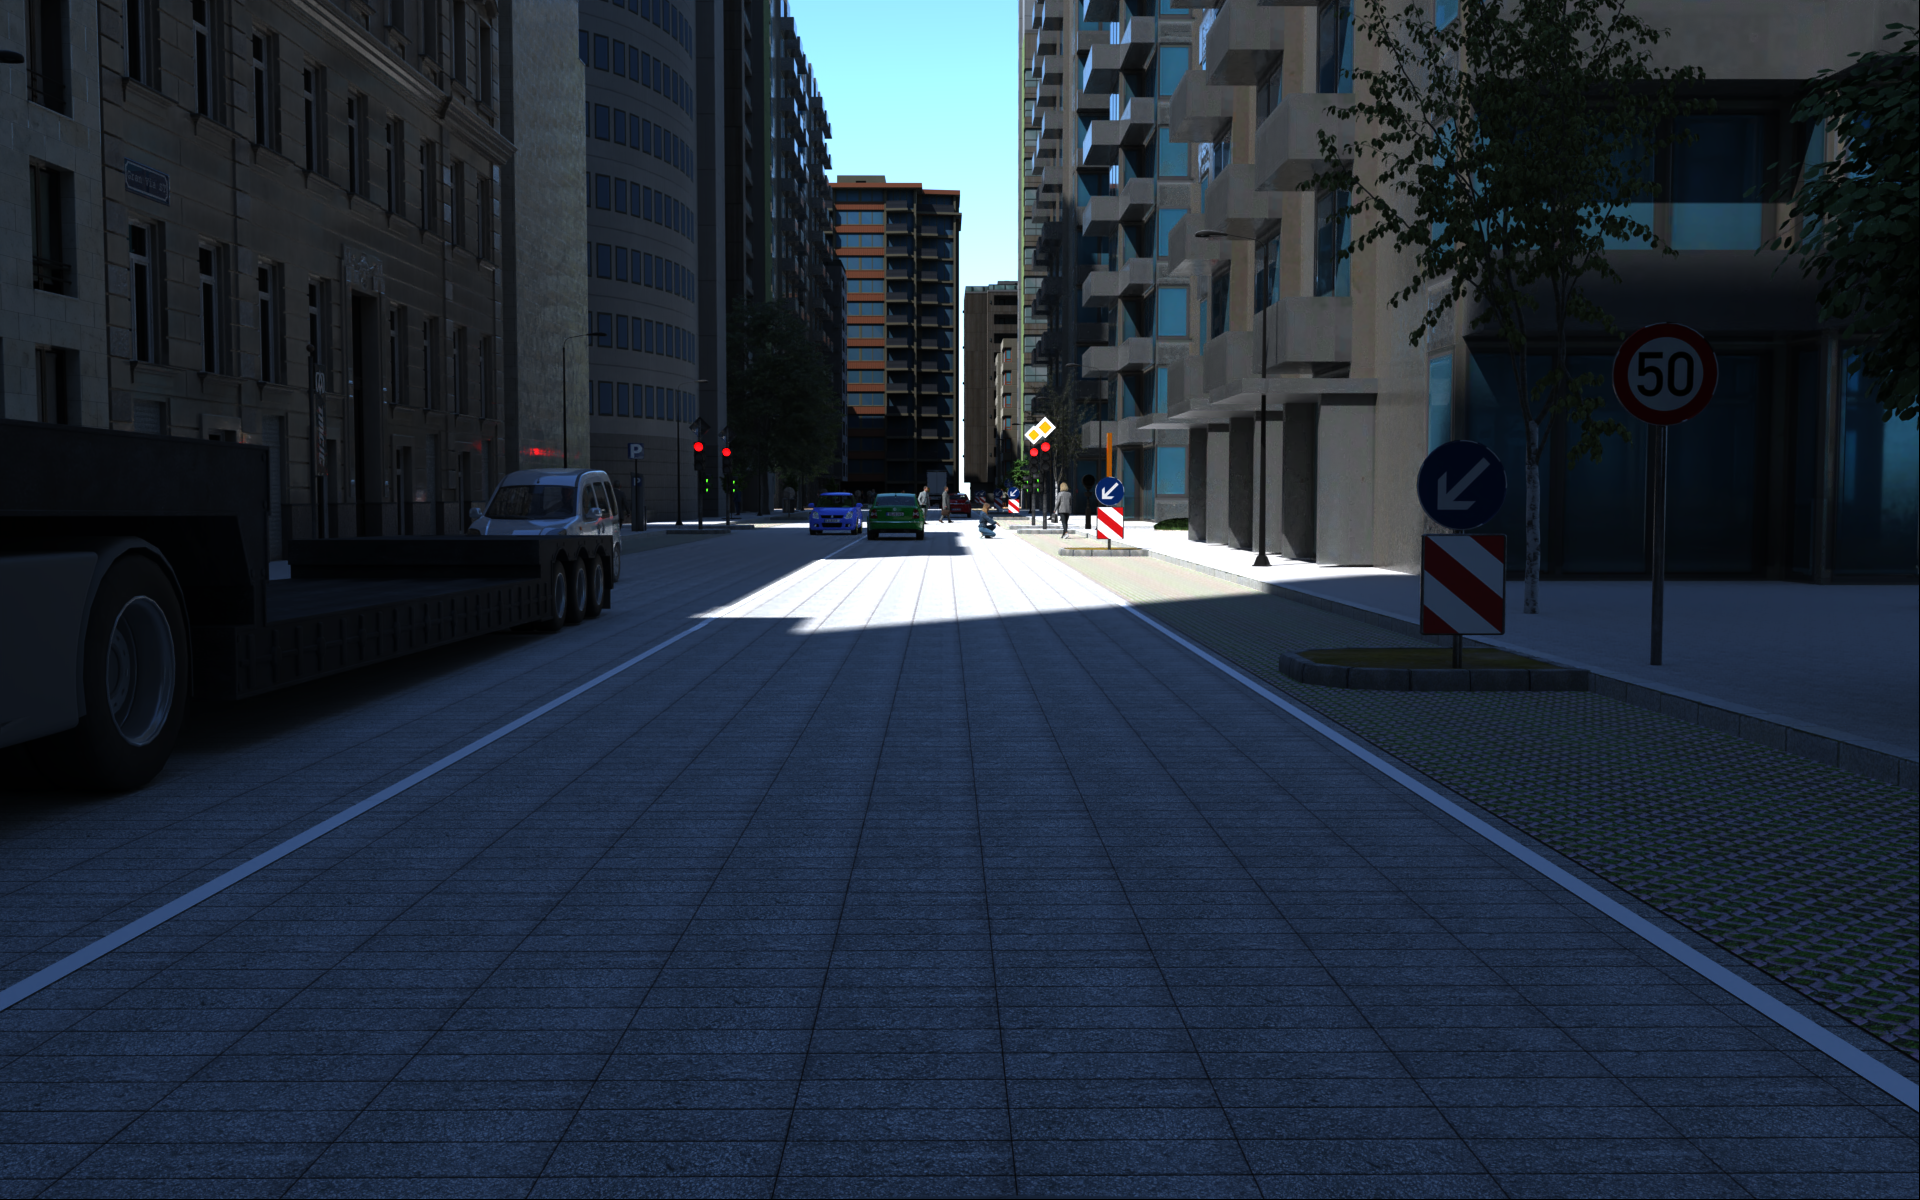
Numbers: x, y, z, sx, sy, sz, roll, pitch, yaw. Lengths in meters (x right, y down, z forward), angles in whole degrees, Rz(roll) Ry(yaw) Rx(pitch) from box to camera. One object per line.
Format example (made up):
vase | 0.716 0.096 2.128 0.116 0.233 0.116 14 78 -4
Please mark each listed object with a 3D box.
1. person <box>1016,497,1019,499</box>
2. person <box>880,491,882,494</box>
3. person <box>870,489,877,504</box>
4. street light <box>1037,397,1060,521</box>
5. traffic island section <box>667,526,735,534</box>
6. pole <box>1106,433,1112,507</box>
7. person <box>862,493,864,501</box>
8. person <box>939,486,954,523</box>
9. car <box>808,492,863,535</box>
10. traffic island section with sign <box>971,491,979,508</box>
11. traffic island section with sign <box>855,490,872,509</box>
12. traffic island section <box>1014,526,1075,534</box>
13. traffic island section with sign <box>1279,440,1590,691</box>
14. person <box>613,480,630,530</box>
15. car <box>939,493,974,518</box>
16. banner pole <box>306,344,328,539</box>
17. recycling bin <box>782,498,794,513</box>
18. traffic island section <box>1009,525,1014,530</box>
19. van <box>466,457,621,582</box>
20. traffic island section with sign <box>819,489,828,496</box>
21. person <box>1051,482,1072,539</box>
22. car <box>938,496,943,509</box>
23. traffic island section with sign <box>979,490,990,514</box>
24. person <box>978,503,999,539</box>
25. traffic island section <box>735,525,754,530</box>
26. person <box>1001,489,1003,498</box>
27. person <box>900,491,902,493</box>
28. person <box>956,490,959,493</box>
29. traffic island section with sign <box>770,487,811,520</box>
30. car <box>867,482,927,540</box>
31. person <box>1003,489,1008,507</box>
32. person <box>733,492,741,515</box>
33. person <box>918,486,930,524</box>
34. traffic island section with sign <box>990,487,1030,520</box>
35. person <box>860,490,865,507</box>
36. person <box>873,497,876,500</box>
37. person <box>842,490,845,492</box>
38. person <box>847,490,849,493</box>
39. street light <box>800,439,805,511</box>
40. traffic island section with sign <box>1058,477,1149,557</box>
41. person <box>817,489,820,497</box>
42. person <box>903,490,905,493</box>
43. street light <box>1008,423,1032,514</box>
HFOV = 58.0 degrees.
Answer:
person | 4.886 -8.746 152.271 0.421 1.427 0.697 -3 5 -43
person | -7.929 -10.178 175.693 1.217 1.735 0.721 2 4 34
person | -6.536 -7.456 130.588 0.661 1.801 0.590 2 4 28
street light | 4.390 -6.751 82.916 1.470 5.913 1.316 0 4 -1
traffic island section | -9.437 -2.481 62.844 2.009 0.180 2.903 0 4 -1
pole | 4.979 -3.913 57.814 0.158 3.312 0.155 0 3 0
person | -12.861 -13.353 227.739 0.541 1.710 0.530 -1 4 -14
person | -0.667 -4.731 85.961 0.767 1.812 0.694 0 4 4
car | -4.419 -3.198 61.872 1.945 1.707 3.694 0 4 1
traffic island section with sign | 2.119 -10.067 173.224 1.989 1.847 2.006 0 4 -1
traffic island section with sign | -10.106 -10.032 172.648 1.989 1.847 2.006 0 4 -1
traffic island section | 3.104 -2.488 62.951 2.009 0.180 2.903 0 4 -1
traffic island section with sign | 3.557 -0.294 13.440 1.989 1.847 2.006 0 4 -1
person | -8.401 -2.051 42.428 0.661 1.777 0.834 0 4 3
car | -0.222 -5.926 105.928 2.155 1.783 4.494 0 4 0
banner pole | -10.852 -2.402 29.284 0.401 3.779 0.863 0 4 2
recycling bin | -11.605 -6.399 117.170 0.722 1.027 0.722 0 4 3
traffic island section | 3.033 -2.976 70.936 2.009 0.180 2.903 0 4 -1
van | -6.401 -1.207 26.749 2.013 2.044 4.112 0 4 1
traffic island section with sign | -9.651 -7.000 123.082 1.989 1.847 2.006 0 4 -1
person | 3.273 -2.855 55.357 0.709 1.800 0.728 -1 4 -22
car | -1.154 -9.818 170.309 2.009 1.686 4.222 0 4 1
traffic island section with sign | 2.570 -6.964 122.488 1.989 1.847 2.006 0 4 -1
person | 0.951 -2.556 55.796 0.738 1.151 1.012 0 4 4
traffic island section | -9.508 -2.969 70.829 2.009 0.180 2.903 0 4 -1
person | 4.131 -10.068 170.637 0.705 1.826 1.348 0 4 1
person | -5.750 -9.795 169.573 0.541 1.710 0.530 1 4 23
person | -0.295 -10.638 182.430 0.705 1.824 1.348 -2 4 -32
traffic island section with sign | -9.414 -5.329 95.756 1.989 1.847 2.006 0 4 -1
car | -2.028 -2.855 55.468 1.959 1.807 4.718 0 4 -1
person | 4.310 -9.762 166.435 1.217 1.735 0.721 2 4 25
person | -13.373 -5.988 104.125 0.419 1.800 0.721 1 4 22
person | -1.680 -4.487 81.955 0.391 1.810 0.635 3 4 37
traffic island section with sign | 2.822 -5.315 95.534 1.989 1.847 2.006 0 4 -1
person | -10.228 -10.554 181.067 0.705 1.822 1.348 1 4 19
person | -6.104 -6.757 123.638 0.373 1.253 0.362 -1 4 -14
person | -9.009 -7.820 136.638 0.573 1.790 0.520 2 4 31
person | -12.648 -11.616 196.792 0.721 1.723 1.217 2 4 32
street light | -11.516 -9.783 132.494 1.470 5.913 1.316 0 4 -1
traffic island section with sign | 3.315 -1.943 40.394 1.989 1.847 2.006 0 4 -1
person | -12.980 -9.372 159.945 0.551 1.740 0.621 3 5 39
person | -4.997 -8.786 152.699 0.434 1.755 0.990 -2 4 -35
street light | 4.096 -8.637 113.762 1.470 5.913 1.316 0 4 -1
